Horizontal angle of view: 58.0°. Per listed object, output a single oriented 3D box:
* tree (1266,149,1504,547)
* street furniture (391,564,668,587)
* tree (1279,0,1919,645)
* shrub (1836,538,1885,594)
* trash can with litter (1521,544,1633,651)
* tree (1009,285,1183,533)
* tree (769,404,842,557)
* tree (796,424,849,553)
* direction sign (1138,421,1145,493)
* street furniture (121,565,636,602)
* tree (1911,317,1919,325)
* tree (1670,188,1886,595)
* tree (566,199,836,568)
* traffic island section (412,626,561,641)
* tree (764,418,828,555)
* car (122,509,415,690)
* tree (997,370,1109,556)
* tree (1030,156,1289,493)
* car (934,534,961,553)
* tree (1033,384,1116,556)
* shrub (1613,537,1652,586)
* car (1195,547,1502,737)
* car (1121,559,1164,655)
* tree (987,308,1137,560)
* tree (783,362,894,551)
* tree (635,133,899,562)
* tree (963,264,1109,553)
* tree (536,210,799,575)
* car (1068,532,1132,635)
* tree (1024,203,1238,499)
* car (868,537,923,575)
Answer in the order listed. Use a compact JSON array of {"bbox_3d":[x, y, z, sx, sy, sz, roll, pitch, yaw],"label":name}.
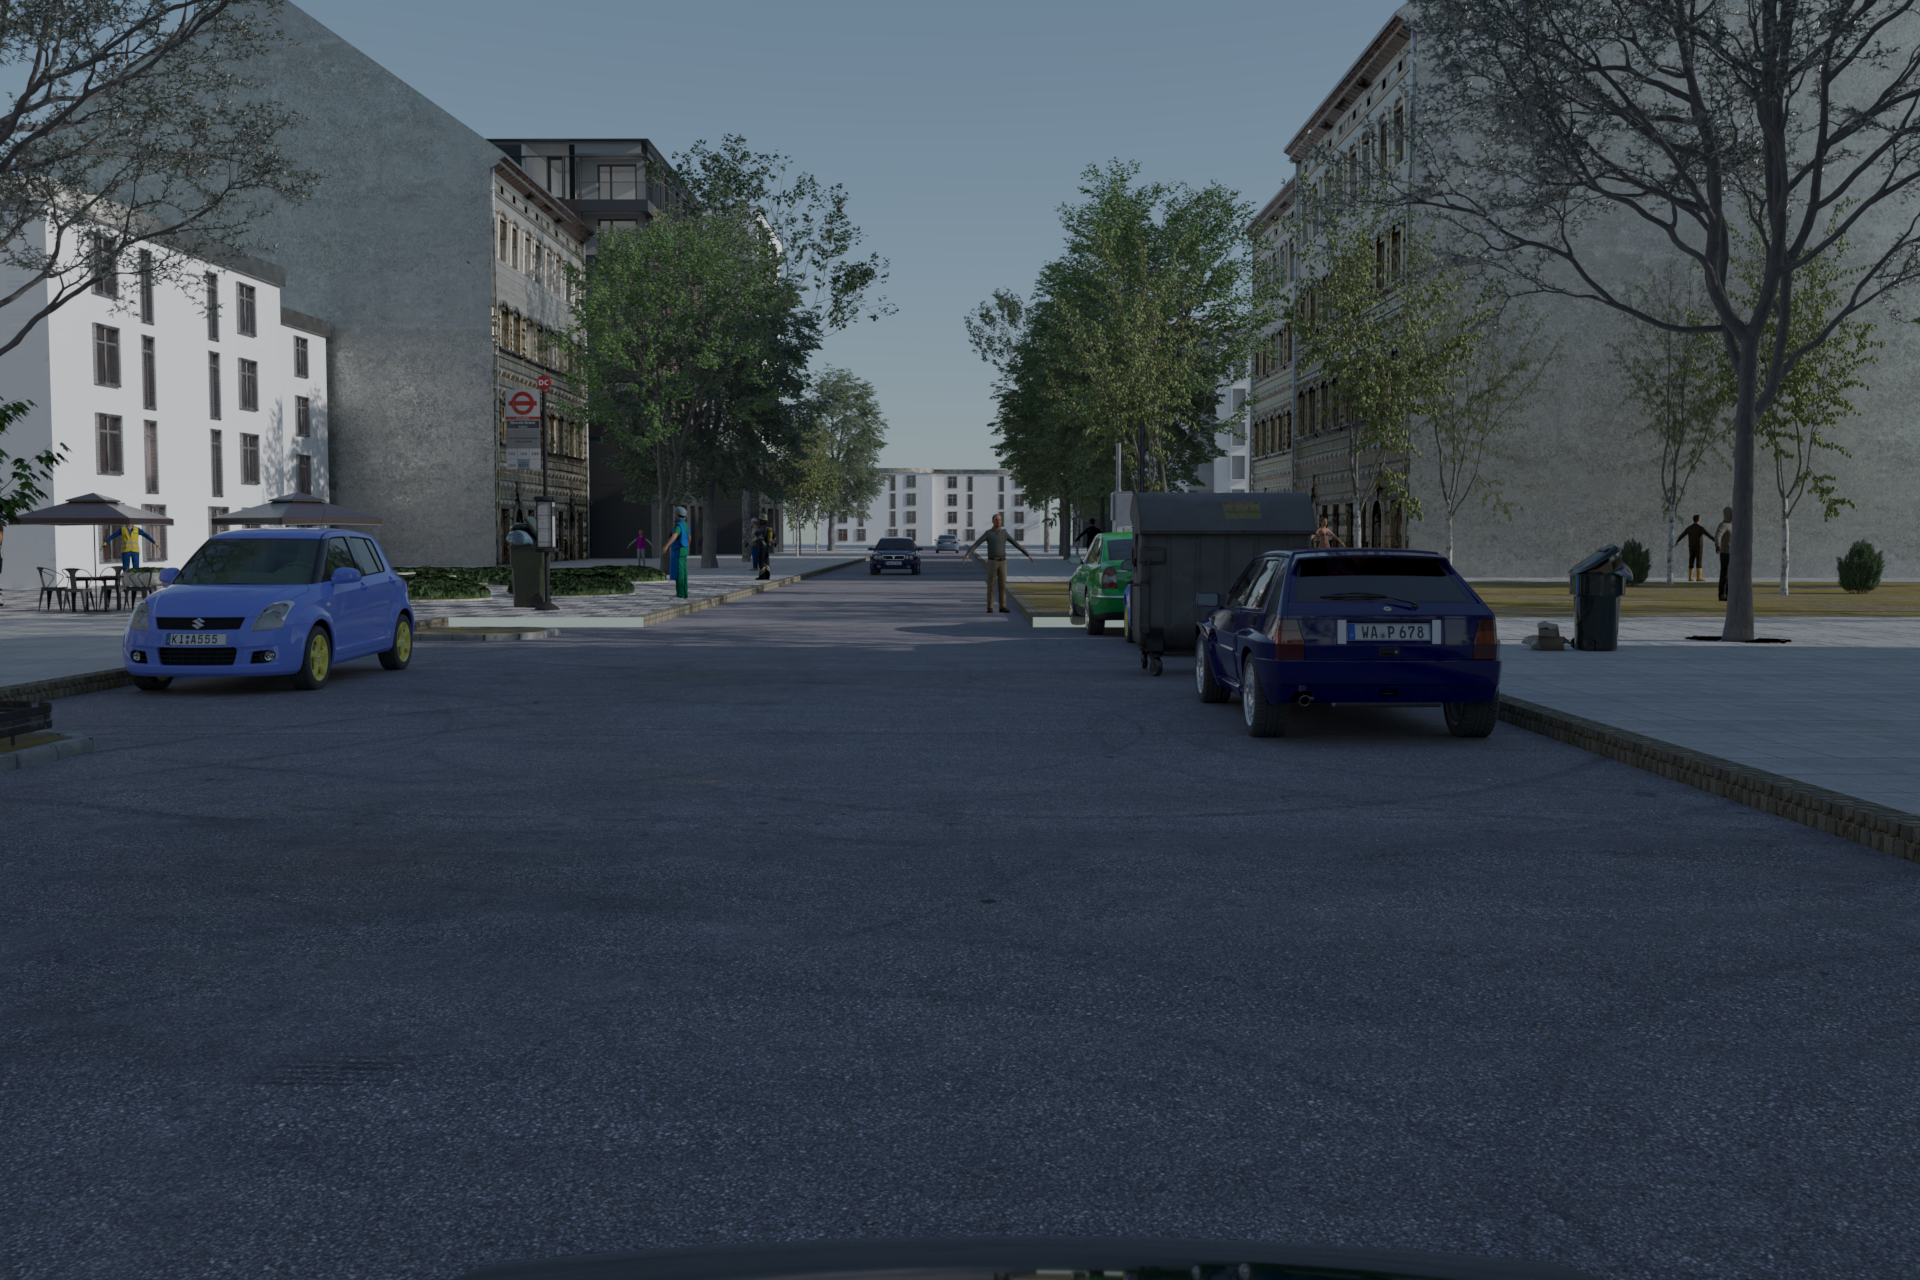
[{"bbox_3d":[7.929,-5.082,33.453,4.737,8.622,4.395,0,3,0],"label":"tree"},{"bbox_3d":[-12.416,-1.746,44.168,10.072,0.657,5.734,-1,4,-15],"label":"street furniture"},{"bbox_3d":[9.415,-6.730,20.402,12.009,13.543,11.850,0,3,0],"label":"tree"},{"bbox_3d":[19.379,-1.600,37.272,1.383,1.207,1.383,0,3,0],"label":"shrub"},{"bbox_3d":[6.784,-0.469,19.050,1.055,1.170,0.624,0,4,0],"label":"trash can with litter"},{"bbox_3d":[5.620,-8.822,69.993,9.928,11.665,9.643,0,3,0],"label":"tree"},{"bbox_3d":[-9.069,-9.040,98.166,4.737,8.622,4.395,0,3,0],"label":"tree"},{"bbox_3d":[-9.618,-10.183,116.851,4.737,8.622,4.395,0,3,0],"label":"tree"},{"bbox_3d":[3.695,-2.650,35.330,0.379,3.537,0.876,0,4,-1],"label":"direction sign"},{"bbox_3d":[-12.128,-1.242,35.927,10.072,0.657,5.734,1,4,15],"label":"street furniture"},{"bbox_3d":[27.097,-7.586,42.152,7.486,12.596,7.792,0,3,0],"label":"tree"},{"bbox_3d":[17.177,-5.242,36.063,4.737,8.622,4.395,0,3,0],"label":"tree"},{"bbox_3d":[-9.584,-9.690,65.090,9.857,13.997,8.962,0,3,0],"label":"tree"},{"bbox_3d":[-6.702,-0.085,24.262,1.991,0.108,1.994,0,4,1],"label":"traffic island section"},{"bbox_3d":[-9.763,-9.542,106.376,4.360,8.622,3.978,0,3,0],"label":"tree"},{"bbox_3d":[-6.710,-0.455,17.024,1.945,1.707,3.694,0,4,0],"label":"car"},{"bbox_3d":[5.643,-11.273,102.437,7.486,12.596,7.792,0,3,0],"label":"tree"},{"bbox_3d":[5.591,-7.499,48.365,9.928,11.665,9.643,0,3,0],"label":"tree"},{"bbox_3d":[-0.953,-7.200,129.720,2.014,1.417,4.499,0,4,0],"label":"car"},{"bbox_3d":[5.265,-7.800,77.885,4.737,8.622,4.395,0,3,0],"label":"tree"},{"bbox_3d":[16.483,-1.921,42.532,1.383,1.207,1.383,0,3,0],"label":"shrub"},{"bbox_3d":[2.890,-0.059,13.545,1.945,1.354,3.894,0,3,0],"label":"car"},{"bbox_3d":[3.022,-0.743,21.743,1.945,1.707,3.694,0,4,0],"label":"car"},{"bbox_3d":[4.862,-10.204,84.955,7.486,12.596,7.792,0,3,0],"label":"tree"},{"bbox_3d":[-9.662,-13.679,130.305,9.857,13.997,8.962,0,3,0],"label":"tree"},{"bbox_3d":[-9.233,-13.739,80.524,12.611,20.169,13.585,0,3,0],"label":"tree"},{"bbox_3d":[7.399,-16.105,119.208,12.611,20.169,13.585,0,3,0],"label":"tree"},{"bbox_3d":[-9.187,-7.875,54.508,9.928,11.665,9.643,0,3,0],"label":"tree"},{"bbox_3d":[2.651,-1.052,26.003,1.959,1.807,4.718,0,4,-1],"label":"car"},{"bbox_3d":[5.863,-8.635,59.315,7.486,12.596,7.792,0,3,0],"label":"tree"},{"bbox_3d":[-2.293,-3.013,61.845,1.945,1.354,3.894,0,4,0],"label":"car"}]
